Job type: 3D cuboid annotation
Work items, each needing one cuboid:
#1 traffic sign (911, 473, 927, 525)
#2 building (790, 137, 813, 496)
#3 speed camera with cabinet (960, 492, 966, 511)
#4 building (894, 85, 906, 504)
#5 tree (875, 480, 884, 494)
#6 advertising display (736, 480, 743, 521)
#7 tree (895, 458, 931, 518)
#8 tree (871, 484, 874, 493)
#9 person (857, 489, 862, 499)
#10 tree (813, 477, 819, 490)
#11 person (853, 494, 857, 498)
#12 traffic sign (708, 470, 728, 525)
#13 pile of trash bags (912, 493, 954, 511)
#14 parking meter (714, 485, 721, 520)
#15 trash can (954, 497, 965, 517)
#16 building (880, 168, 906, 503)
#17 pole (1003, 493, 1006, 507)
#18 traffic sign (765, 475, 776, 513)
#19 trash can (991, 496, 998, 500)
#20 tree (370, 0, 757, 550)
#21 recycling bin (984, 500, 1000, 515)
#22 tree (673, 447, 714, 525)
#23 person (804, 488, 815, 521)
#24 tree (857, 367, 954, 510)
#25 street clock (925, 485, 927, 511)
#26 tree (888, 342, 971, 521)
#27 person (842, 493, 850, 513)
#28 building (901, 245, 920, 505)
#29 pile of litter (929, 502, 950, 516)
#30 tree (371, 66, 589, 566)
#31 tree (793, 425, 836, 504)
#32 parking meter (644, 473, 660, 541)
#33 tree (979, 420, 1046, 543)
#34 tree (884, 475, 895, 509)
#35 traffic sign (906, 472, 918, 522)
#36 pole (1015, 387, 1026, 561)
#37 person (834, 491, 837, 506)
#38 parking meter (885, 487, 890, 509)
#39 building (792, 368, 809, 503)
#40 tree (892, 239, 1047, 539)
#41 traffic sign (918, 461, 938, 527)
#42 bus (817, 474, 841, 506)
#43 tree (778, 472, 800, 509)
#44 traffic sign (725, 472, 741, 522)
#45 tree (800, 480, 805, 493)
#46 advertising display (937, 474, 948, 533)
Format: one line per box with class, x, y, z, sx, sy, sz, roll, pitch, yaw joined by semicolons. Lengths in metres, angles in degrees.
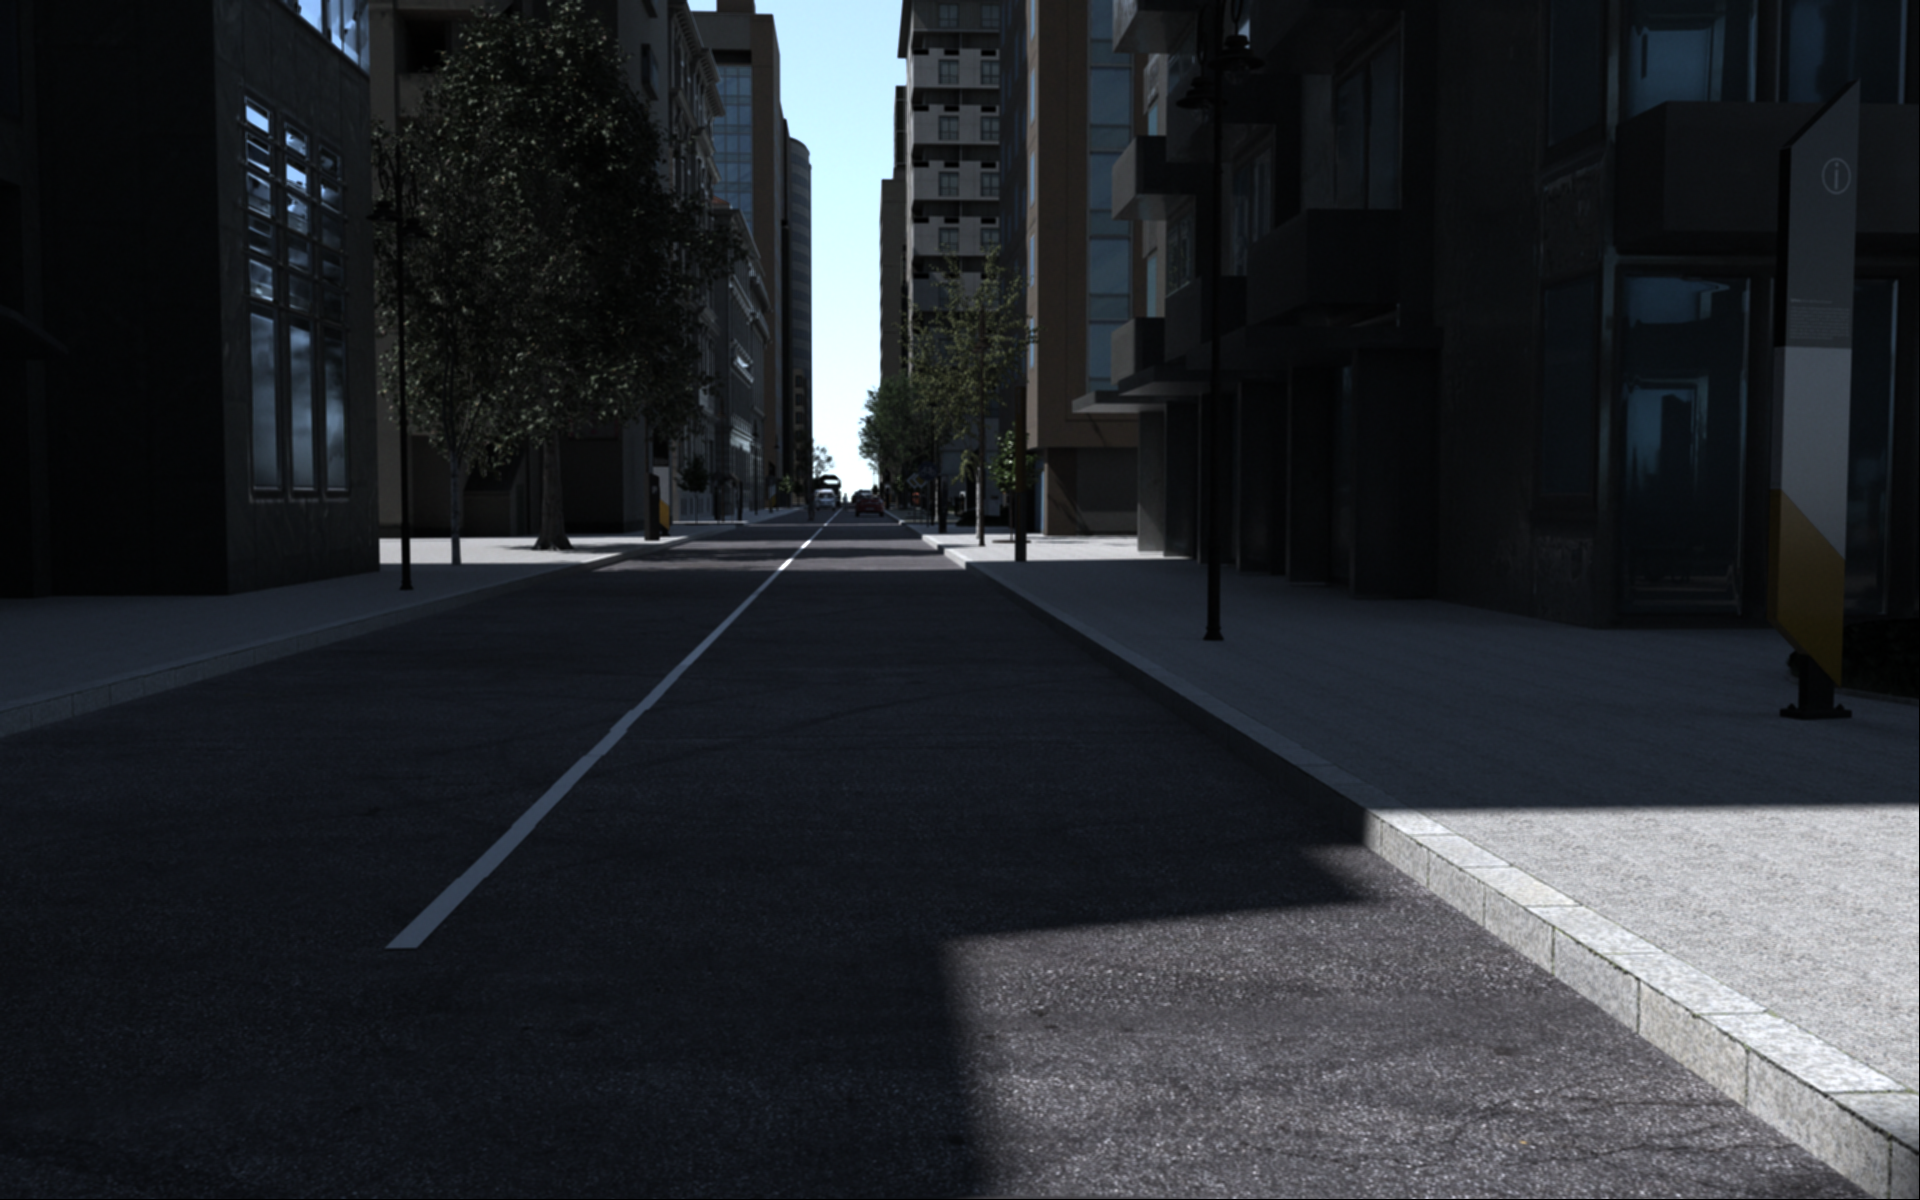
traffic sign;-1.605;-4.138;71.307;0.795;2.450;0.064;0;4;-3
building;-34.759;-45.100;279.388;21.231;58.520;28.212;0;4;-3
speed camera with cabinet;0.603;-7.840;122.524;0.660;3.252;2.038;-1;4;-19
building;-3.303;-52.876;302.778;20.563;71.187;20.611;0;4;-3
tree;-8.343;-12.624;201.001;1.663;3.219;1.824;0;3;0
advertising display;-10.509;-4.728;82.518;0.123;1.923;0.974;-1;4;-17
tree;-2.396;-6.027;93.136;1.663;3.219;1.824;0;3;0
tree;-14.936;-18.990;305.089;1.663;3.219;1.824;0;3;0
person;-8.573;-8.592;148.841;0.638;1.841;0.748;-2;4;-24
tree;-25.688;-20.061;311.710;4.285;4.588;4.351;0;3;0
person;-13.485;-13.497;229.200;1.348;1.821;0.705;1;4;11
traffic sign;-9.885;-4.110;70.833;0.795;2.450;0.064;0;4;-3
pile of trash bags;-1.956;-7.462;131.748;3.447;1.369;1.912;1;4;11
parking meter;-12.005;-4.901;85.840;0.255;1.863;0.399;1;4;8
trash can;-0.016;-5.341;98.973;0.748;1.137;0.748;0;3;0
building;-0.904;-38.495;253.091;21.300;48.544;21.600;0;4;-3
pole;3.033;-7.593;117.986;0.158;3.312;0.155;0;3;0
traffic sign;-12.699;-7.095;116.113;0.768;2.556;0.104;0;4;0
trash can;3.101;-8.734;154.454;0.748;1.137;0.748;0;3;0
tree;-9.465;-7.502;39.671;9.611;12.733;9.660;0;3;0
recycling bin;1.356;-4.126;80.016;0.722;1.027;0.722;-3;4;-36
tree;-10.992;-4.742;72.140;1.663;3.219;1.824;0;3;0
person;-8.054;-5.130;92.727;0.532;1.782;0.716;-2;4;-33
tree;-4.282;-13.111;140.124;9.928;11.665;9.643;0;3;0
street clock;-2.597;-7.642;129.523;0.358;2.002;0.471;-1;4;-16
tree;-1.200;-8.124;83.191;4.360;8.622;3.978;0;3;0
person;-8.627;-7.331;130.962;0.523;1.515;0.503;1;4;22
building;0.136;-26.329;202.181;14.160;30.474;14.107;0;4;-3
pile of litter;-1.306;-5.331;101.133;1.176;0.858;1.719;-3;4;-37
tree;-8.820;-4.927;30.923;4.360;8.622;3.978;0;3;0
tree;-20.709;-18.150;231.170;8.767;10.594;7.601;-1;4;-11
parking meter;-8.490;-2.572;47.756;0.255;1.863;0.399;3;4;39
tree;1.382;-3.115;45.525;1.663;3.219;1.824;0;3;0
tree;-5.179;-9.510;150.083;1.663;3.219;1.824;0;3;0
traffic sign;-2.082;-4.626;79.277;0.795;2.450;0.064;0;4;-3
pole;1.159;-2.394;32.991;0.158;3.312;0.155;0;3;0
person;-15.159;-12.438;211.496;0.705;1.869;1.348;0;4;-5
parking meter;-6.190;-8.675;147.548;0.399;1.863;0.255;0;4;2
building;-36.305;-24.883;251.872;27.650;21.520;28.899;0;4;-3
tree;0.298;-6.060;49.439;4.737;8.622;4.395;0;3;0
traffic sign;-1.245;-4.090;66.983;0.768;2.556;0.104;0;3;0
bus;-16.534;-13.988;220.252;2.896;3.916;12.252;0;4;-2
tree;-15.347;-9.678;152.828;1.663;3.219;1.824;0;3;0
traffic sign;-10.363;-4.597;78.804;0.795;2.450;0.064;0;4;-3
tree;-17.547;-11.675;185.480;1.663;3.219;1.824;0;3;0
advertising display;-0.575;-3.181;57.224;0.123;1.923;0.974;1;4;13
